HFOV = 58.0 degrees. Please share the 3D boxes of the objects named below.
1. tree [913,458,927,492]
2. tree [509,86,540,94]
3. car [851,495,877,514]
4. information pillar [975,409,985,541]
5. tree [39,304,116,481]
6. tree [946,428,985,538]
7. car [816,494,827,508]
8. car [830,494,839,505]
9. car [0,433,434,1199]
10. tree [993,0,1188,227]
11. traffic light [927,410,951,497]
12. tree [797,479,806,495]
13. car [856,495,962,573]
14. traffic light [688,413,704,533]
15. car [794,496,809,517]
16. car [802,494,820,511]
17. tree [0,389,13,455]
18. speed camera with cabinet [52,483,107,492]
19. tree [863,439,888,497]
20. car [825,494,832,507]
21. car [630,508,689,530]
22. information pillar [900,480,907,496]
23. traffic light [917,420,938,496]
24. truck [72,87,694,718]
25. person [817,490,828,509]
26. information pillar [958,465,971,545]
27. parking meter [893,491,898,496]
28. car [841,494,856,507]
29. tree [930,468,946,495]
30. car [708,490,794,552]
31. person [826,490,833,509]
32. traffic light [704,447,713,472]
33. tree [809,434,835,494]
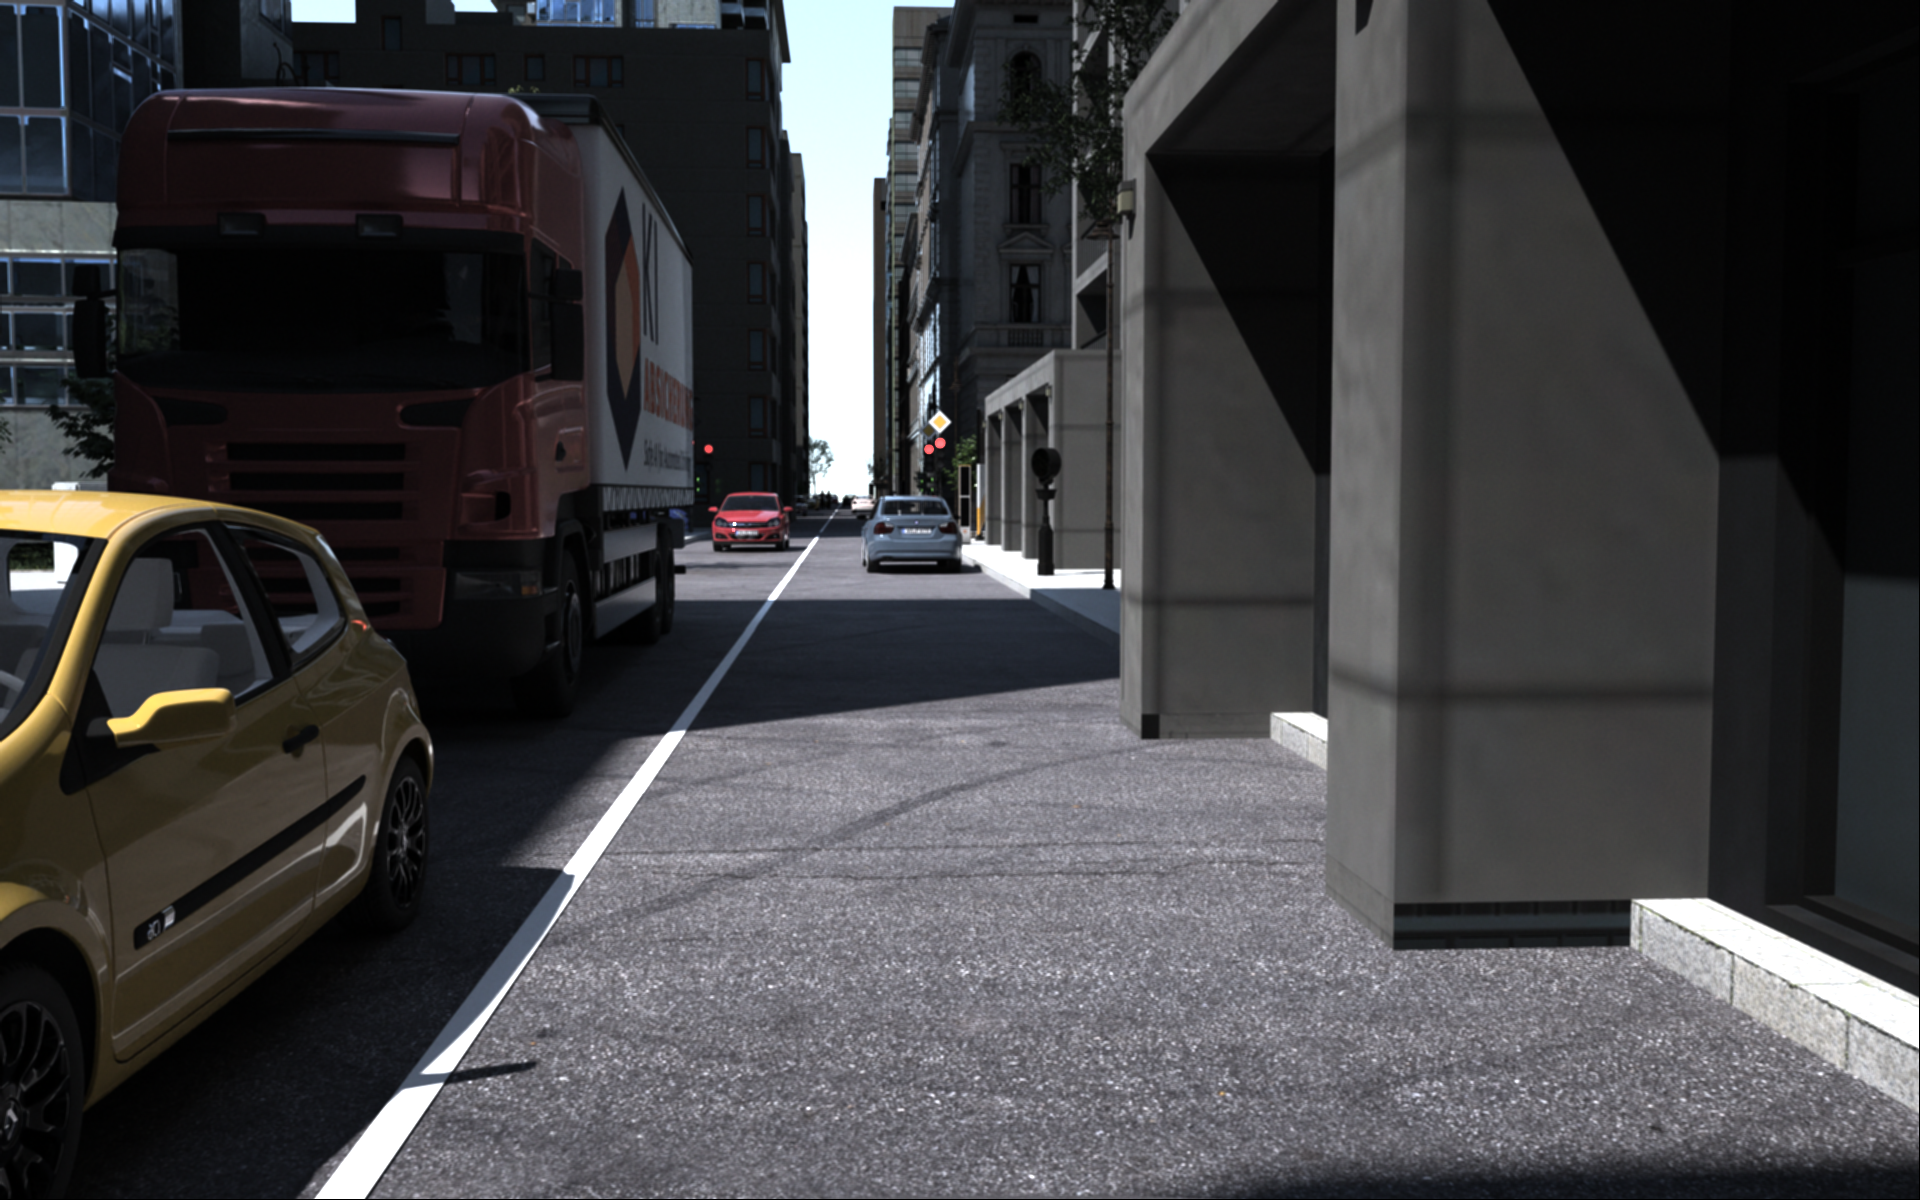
[{"bbox_3d":[-1.349,-5.084,77.720,1.663,3.219,1.824,0,3,0],"label":"tree"},{"bbox_3d":[-8.321,-4.917,30.764,4.737,8.622,4.395,0,3,0],"label":"tree"},{"bbox_3d":[-7.040,-7.061,127.817,2.083,1.381,4.827,0,4,-2],"label":"car"},{"bbox_3d":[0.578,-3.447,47.706,0.183,3.616,0.504,1,4,20],"label":"information pillar"},{"bbox_3d":[-7.175,-1.262,15.230,1.663,3.219,1.824,0,3,0],"label":"tree"},{"bbox_3d":[0.531,-3.438,50.809,1.663,3.219,1.824,0,3,0],"label":"tree"},{"bbox_3d":[-14.880,-10.586,183.309,2.015,1.641,3.980,0,4,-4],"label":"car"},{"bbox_3d":[-17.249,-13.661,232.392,2.155,1.783,4.494,0,4,-2],"label":"car"},{"bbox_3d":[-2.599,0.363,4.284,2.015,1.641,3.980,0,4,-2],"label":"car"},{"bbox_3d":[3.823,-4.925,14.933,7.601,10.594,8.767,0,3,0],"label":"tree"},{"bbox_3d":[-0.696,-4.229,58.066,0.839,4.253,0.868,0,4,-4],"label":"traffic light"},{"bbox_3d":[-19.843,-13.541,215.997,1.663,3.219,1.824,0,3,0],"label":"tree"},{"bbox_3d":[-0.953,-1.279,32.922,2.014,1.417,4.499,0,4,-5],"label":"car"},{"bbox_3d":[-8.940,-4.196,57.520,0.839,4.253,0.868,0,4,-4],"label":"traffic light"},{"bbox_3d":[-10.555,-5.944,109.763,1.945,1.354,3.894,0,4,-5],"label":"car"},{"bbox_3d":[-12.933,-8.445,148.298,2.015,1.641,3.980,0,4,-2],"label":"car"},{"bbox_3d":[-20.039,-3.015,33.011,4.285,4.588,4.351,0,3,0],"label":"tree"},{"bbox_3d":[-12.279,-1.907,25.512,0.660,3.252,2.038,2,4,27],"label":"speed camera with cabinet"},{"bbox_3d":[-10.500,-16.898,226.637,4.360,8.622,3.978,0,3,0],"label":"tree"},{"bbox_3d":[-15.313,-11.213,193.552,2.015,1.641,3.980,0,4,-5],"label":"car"},{"bbox_3d":[-11.460,-3.184,61.646,3.694,1.707,1.945,0,4,-2],"label":"car"},{"bbox_3d":[-3.011,-5.403,92.824,0.304,2.012,0.304,1,4,9],"label":"information pillar"},{"bbox_3d":[-1.211,-4.716,66.034,0.839,4.253,0.868,0,4,-4],"label":"traffic light"},{"bbox_3d":[-3.900,-1.559,14.405,2.839,4.237,11.283,0,4,-4],"label":"truck"},{"bbox_3d":[-13.010,-9.475,163.433,1.348,1.823,0.705,2,4,26],"label":"person"},{"bbox_3d":[0.117,-2.417,44.012,0.304,2.012,0.304,0,4,-4],"label":"information pillar"},{"bbox_3d":[-4.909,-7.510,131.191,0.372,1.533,0.369,0,3,0],"label":"parking meter"},{"bbox_3d":[-11.951,-10.948,188.793,2.009,1.686,4.222,0,4,-4],"label":"car"},{"bbox_3d":[0.177,-3.683,54.825,1.663,3.219,1.824,0,3,0],"label":"tree"},{"bbox_3d":[-5.345,-2.172,44.558,2.155,1.783,4.494,0,4,-3],"label":"car"},{"bbox_3d":[-12.726,-9.770,168.332,0.705,1.812,1.348,-2,4,-33],"label":"person"},{"bbox_3d":[-9.454,-4.683,65.489,0.839,4.253,0.868,0,4,-4],"label":"traffic light"},{"bbox_3d":[-25.286,-22.899,300.150,9.928,11.665,9.643,0,3,0],"label":"tree"}]
